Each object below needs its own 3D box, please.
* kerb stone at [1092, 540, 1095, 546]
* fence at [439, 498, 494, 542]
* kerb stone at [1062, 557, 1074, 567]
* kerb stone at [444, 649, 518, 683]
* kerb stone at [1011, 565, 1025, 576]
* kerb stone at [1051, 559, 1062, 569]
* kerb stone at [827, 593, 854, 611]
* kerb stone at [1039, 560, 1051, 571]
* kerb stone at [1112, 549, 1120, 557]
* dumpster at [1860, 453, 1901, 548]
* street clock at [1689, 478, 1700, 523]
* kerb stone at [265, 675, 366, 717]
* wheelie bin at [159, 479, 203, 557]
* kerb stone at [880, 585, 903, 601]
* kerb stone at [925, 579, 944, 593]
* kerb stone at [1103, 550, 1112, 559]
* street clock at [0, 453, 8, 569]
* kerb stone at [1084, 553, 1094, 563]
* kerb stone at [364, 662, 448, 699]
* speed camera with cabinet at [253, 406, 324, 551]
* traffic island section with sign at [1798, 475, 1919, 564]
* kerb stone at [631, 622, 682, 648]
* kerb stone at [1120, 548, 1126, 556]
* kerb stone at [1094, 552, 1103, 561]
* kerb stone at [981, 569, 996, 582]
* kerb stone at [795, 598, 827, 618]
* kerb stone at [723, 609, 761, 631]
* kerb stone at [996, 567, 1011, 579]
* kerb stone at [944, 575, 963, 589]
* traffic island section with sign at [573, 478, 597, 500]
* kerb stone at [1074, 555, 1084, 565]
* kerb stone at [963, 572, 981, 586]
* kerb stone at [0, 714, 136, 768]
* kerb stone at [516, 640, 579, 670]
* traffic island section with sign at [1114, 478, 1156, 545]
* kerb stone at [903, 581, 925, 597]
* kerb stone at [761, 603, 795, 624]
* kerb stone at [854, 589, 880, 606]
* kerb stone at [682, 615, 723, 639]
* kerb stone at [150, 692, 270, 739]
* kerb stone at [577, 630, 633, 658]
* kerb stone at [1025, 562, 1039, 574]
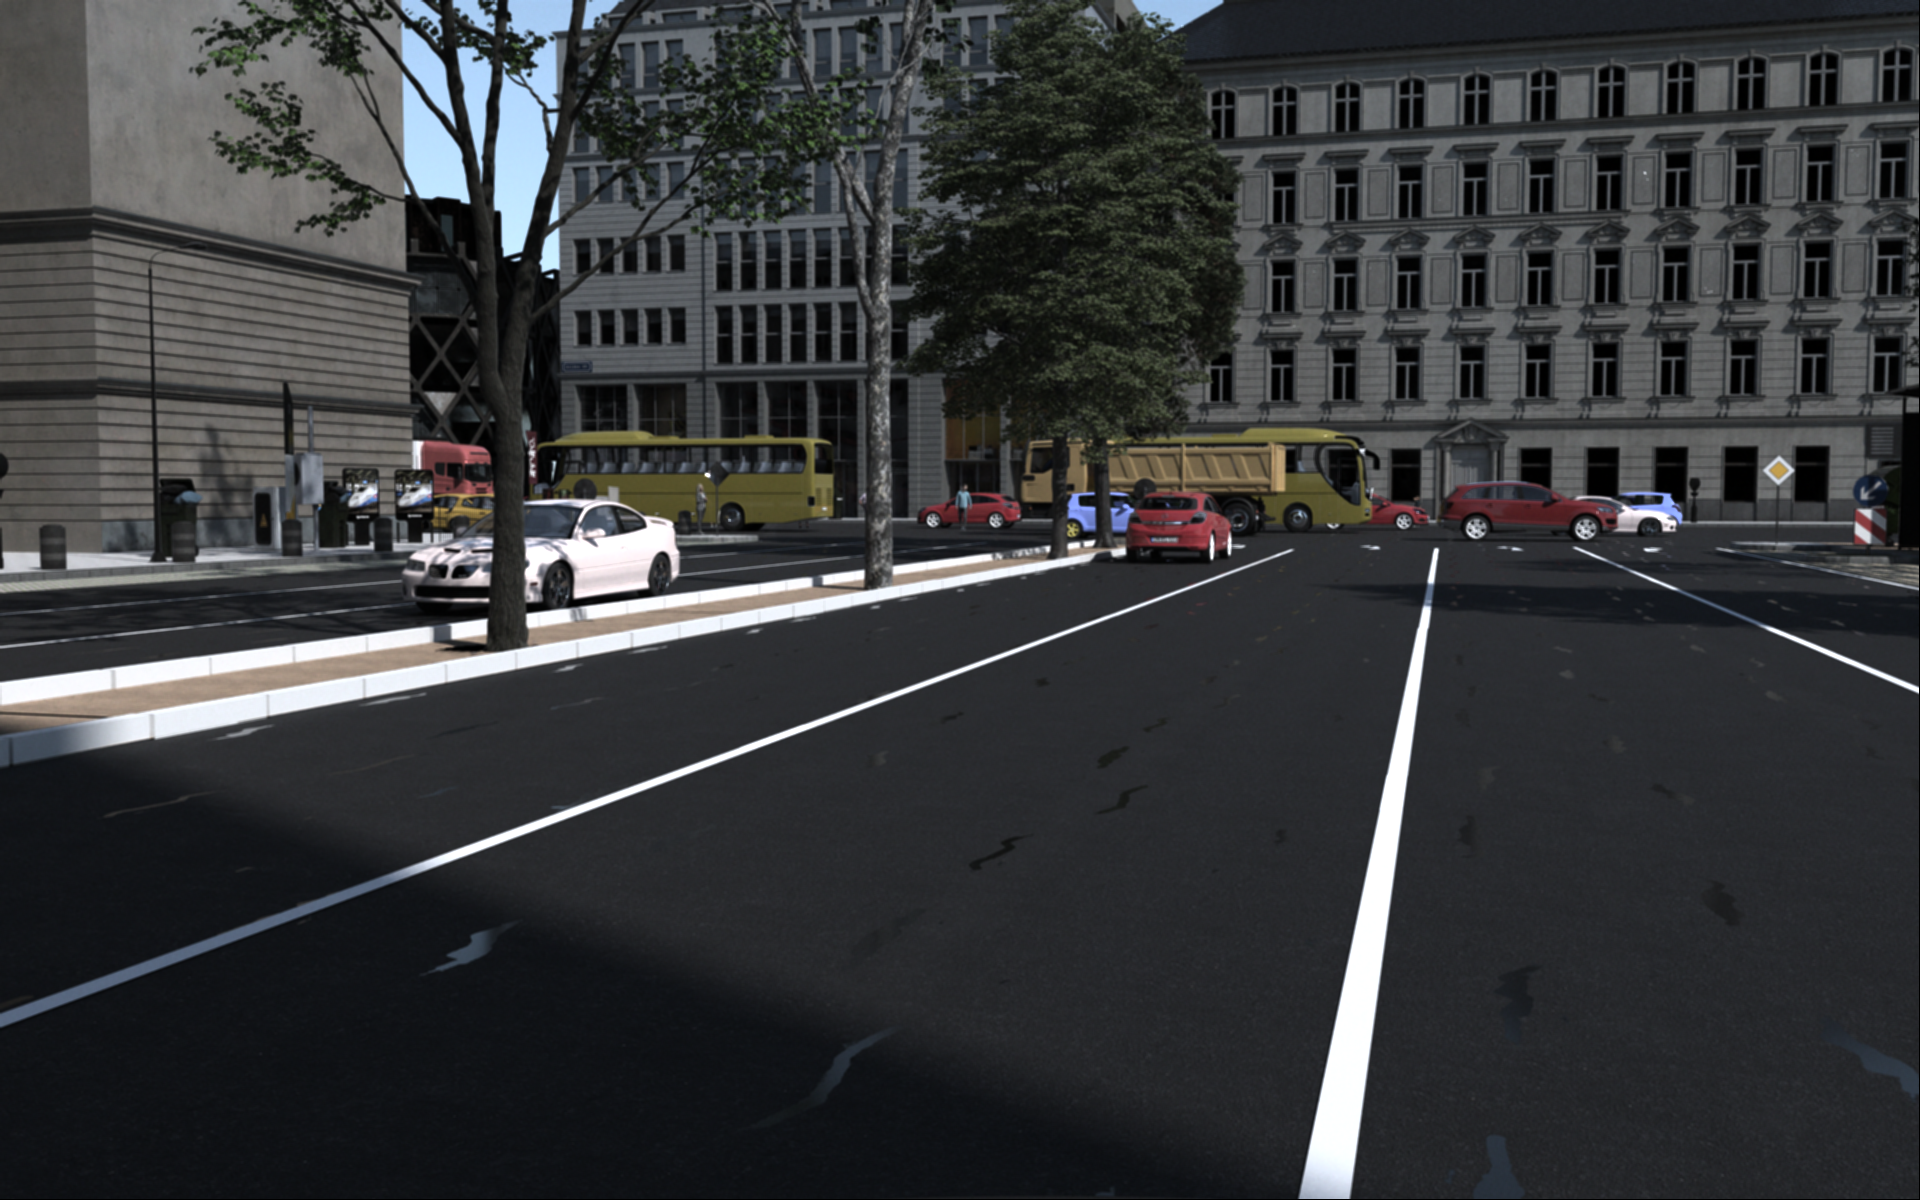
[{"bbox_3d":[3.631,-1.560,47.845,0.120,0.150,1.000,1,4,16],"label":"kerb stone"},{"bbox_3d":[-12.297,-1.958,43.222,0.480,1.192,2.264,1,4,22],"label":"fence"},{"bbox_3d":[2.045,-0.744,34.420,0.120,0.150,1.000,1,4,16],"label":"kerb stone"},{"bbox_3d":[-3.799,0.527,13.586,0.120,0.150,1.000,1,4,16],"label":"kerb stone"},{"bbox_3d":[0.931,-0.502,30.453,0.120,0.150,1.000,1,4,16],"label":"kerb stone"},{"bbox_3d":[1.758,-0.680,33.425,0.120,0.150,1.000,1,4,16],"label":"kerb stone"},{"bbox_3d":[-1.566,0.041,21.528,0.120,0.150,1.000,1,4,16],"label":"kerb stone"},{"bbox_3d":[1.490,-0.622,32.432,0.120,0.150,1.000,1,4,16],"label":"kerb stone"},{"bbox_3d":[3.442,-1.051,39.390,0.120,0.150,1.000,1,4,16],"label":"kerb stone"},{"bbox_3d":[22.827,-2.415,41.982,1.502,2.255,1.985,1,4,16],"label":"dumpster"},{"bbox_3d":[33.010,-4.482,77.856,0.358,2.002,0.471,-1,4,-15],"label":"street clock"},{"bbox_3d":[-4.352,0.648,11.602,0.120,0.150,1.000,1,4,16],"label":"kerb stone"},{"bbox_3d":[-15.915,-1.672,35.252,0.980,1.594,0.693,0,4,-3],"label":"wheelie bin"},{"bbox_3d":[-1.018,-0.080,23.510,0.120,0.150,1.000,1,4,16],"label":"kerb stone"},{"bbox_3d":[-0.463,-0.202,25.498,0.120,0.150,1.000,1,4,16],"label":"kerb stone"},{"bbox_3d":[3.162,-0.990,38.402,0.120,0.150,1.000,1,4,16],"label":"kerb stone"},{"bbox_3d":[-16.514,-1.530,29.579,0.471,2.002,0.358,0,4,8],"label":"street clock"},{"bbox_3d":[2.601,-0.869,36.404,0.120,0.150,1.000,1,4,16],"label":"kerb stone"},{"bbox_3d":[-4.076,0.590,12.597,0.120,0.150,1.000,1,4,16],"label":"kerb stone"},{"bbox_3d":[-15.238,-2.746,39.226,2.038,3.252,0.660,3,4,38],"label":"speed camera with cabinet"},{"bbox_3d":[18.701,-1.684,36.164,1.989,1.847,2.006,1,4,16],"label":"traffic island section with sign"},{"bbox_3d":[-2.957,0.344,16.572,0.120,0.150,1.000,1,4,16],"label":"kerb stone"},{"bbox_3d":[3.726,-1.113,40.385,0.120,0.150,1.000,1,4,16],"label":"kerb stone"},{"bbox_3d":[2.885,-0.931,37.412,0.120,0.150,1.000,1,4,16],"label":"kerb stone"},{"bbox_3d":[0.373,-0.380,28.468,0.120,0.150,1.000,1,4,16],"label":"kerb stone"},{"bbox_3d":[-1.840,0.102,20.536,0.120,0.150,1.000,1,4,16],"label":"kerb stone"},{"bbox_3d":[-2.403,0.223,18.552,0.120,0.150,1.000,1,4,16],"label":"kerb stone"},{"bbox_3d":[0.650,-0.444,29.465,0.120,0.150,1.000,1,4,16],"label":"kerb stone"},{"bbox_3d":[-0.179,-0.255,26.485,0.120,0.150,1.000,1,4,16],"label":"kerb stone"},{"bbox_3d":[-9.632,-2.121,43.305,1.989,1.847,2.006,1,4,16],"label":"traffic island section with sign"},{"bbox_3d":[2.322,-0.802,35.410,0.120,0.150,1.000,1,4,16],"label":"kerb stone"},{"bbox_3d":[0.098,-0.321,27.478,0.120,0.150,1.000,1,4,16],"label":"kerb stone"},{"bbox_3d":[-4.914,0.769,9.625,0.120,0.150,1.000,1,4,16],"label":"kerb stone"},{"bbox_3d":[-3.525,0.466,14.581,0.120,0.150,1.000,1,4,16],"label":"kerb stone"},{"bbox_3d":[5.154,-2.519,49.317,2.006,1.907,1.989,1,4,16],"label":"traffic island section with sign"},{"bbox_3d":[-0.740,-0.139,24.504,0.120,0.150,1.000,1,4,16],"label":"kerb stone"},{"bbox_3d":[-2.125,0.162,19.542,0.120,0.150,1.000,1,4,16],"label":"kerb stone"},{"bbox_3d":[-1.291,-0.020,22.520,0.120,0.150,1.000,1,4,16],"label":"kerb stone"},{"bbox_3d":[-2.682,0.283,17.564,0.120,0.150,1.000,1,4,16],"label":"kerb stone"},{"bbox_3d":[-4.626,0.709,10.611,0.120,0.150,1.000,1,4,16],"label":"kerb stone"},{"bbox_3d":[-3.244,0.407,15.577,0.120,0.150,1.000,1,4,16],"label":"kerb stone"},{"bbox_3d":[1.211,-0.565,31.441,0.120,0.150,1.000,1,4,16],"label":"kerb stone"}]
